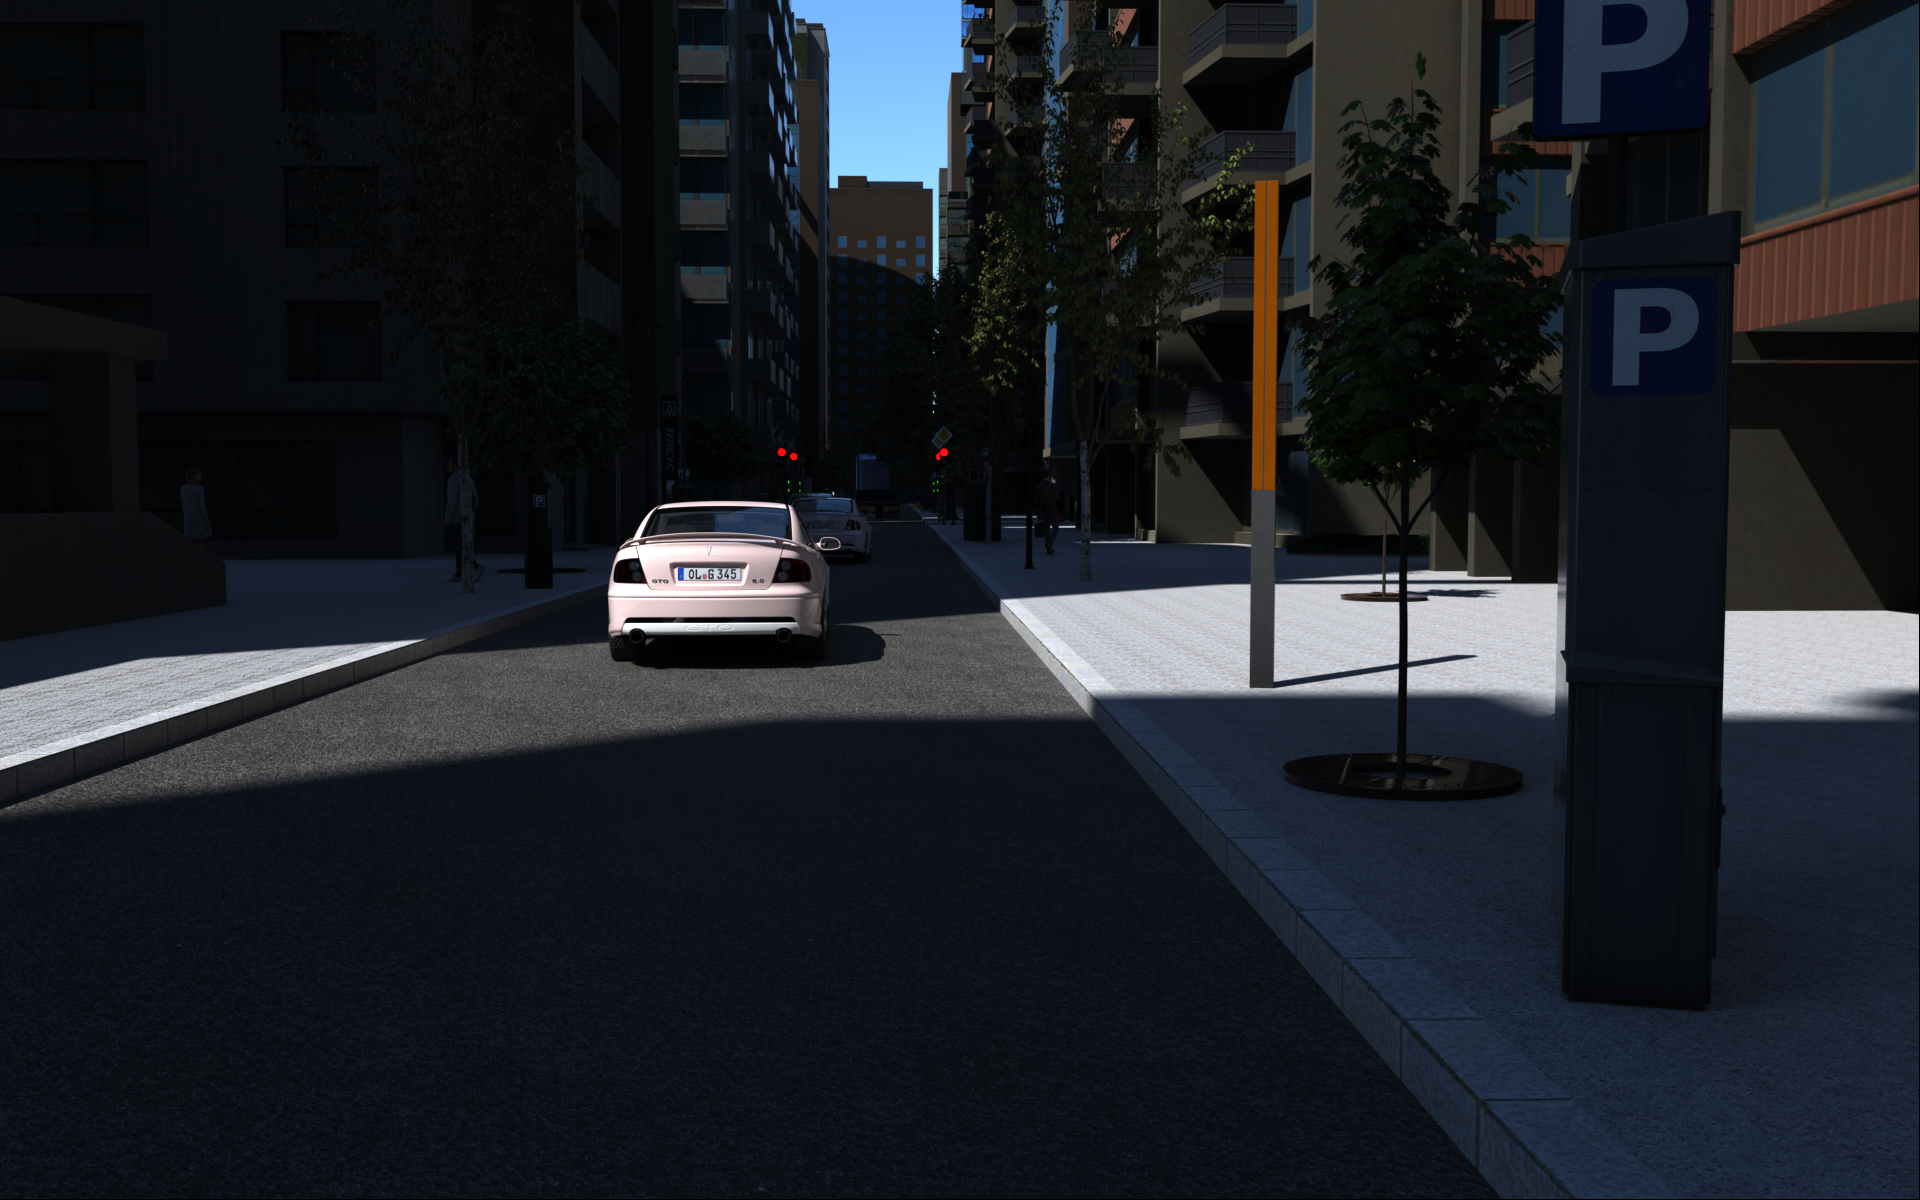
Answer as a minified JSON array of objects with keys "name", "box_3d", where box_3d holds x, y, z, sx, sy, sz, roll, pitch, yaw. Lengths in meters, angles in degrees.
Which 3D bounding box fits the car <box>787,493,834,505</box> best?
[{"name":"car","box_3d":[-4.471,-2.695,52.851,1.959,1.807,4.718,0,4,-1]}]

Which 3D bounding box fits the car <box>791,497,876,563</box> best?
[{"name":"car","box_3d":[-2.863,-1.514,37.112,2.083,1.381,4.827,0,4,-1]}]

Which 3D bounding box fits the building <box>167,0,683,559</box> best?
[{"name":"building","box_3d":[-14.306,-16.349,39.001,14.160,30.474,14.107,0,4,-2]}]

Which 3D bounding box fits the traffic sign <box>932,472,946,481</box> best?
[{"name":"traffic sign","box_3d":[-1.107,-5.697,93.252,0.768,2.556,0.104,0,4,0]}]

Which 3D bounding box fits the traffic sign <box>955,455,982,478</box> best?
[{"name":"traffic sign","box_3d":[0.293,-3.494,57.128,0.884,2.594,0.081,0,4,3]}]

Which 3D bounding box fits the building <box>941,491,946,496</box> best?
[{"name":"building","box_3d":[13.880,-31.137,200.972,32.217,40.220,23.993,0,4,-2]}]

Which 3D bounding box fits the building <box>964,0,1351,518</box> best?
[{"name":"building","box_3d":[11.559,-28.313,117.538,22.147,44.769,28.867,0,4,-2]}]

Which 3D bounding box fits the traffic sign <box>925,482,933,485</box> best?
[{"name":"traffic sign","box_3d":[-2.368,-8.454,137.956,0.795,2.593,0.064,0,4,6]}]

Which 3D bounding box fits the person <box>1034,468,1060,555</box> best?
[{"name":"person","box_3d":[1.848,-1.875,36.666,0.622,1.834,0.822,2,4,25]}]

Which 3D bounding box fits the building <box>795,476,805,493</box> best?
[{"name":"building","box_3d":[-30.613,-28.918,164.686,32.217,40.220,23.993,0,4,-2]}]

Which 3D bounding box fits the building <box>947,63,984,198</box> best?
[{"name":"building","box_3d":[5.788,-32.499,181.462,14.600,45.320,14.200,0,4,-2]}]

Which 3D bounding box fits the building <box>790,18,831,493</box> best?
[{"name":"building","box_3d":[-30.260,-41.086,213.753,28.212,58.520,21.231,0,4,-2]}]

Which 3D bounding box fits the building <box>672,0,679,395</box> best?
[{"name":"building","box_3d":[-17.580,-24.983,58.589,14.200,45.320,14.600,0,4,-2]}]

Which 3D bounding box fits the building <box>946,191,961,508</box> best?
[{"name":"building","box_3d":[5.643,-24.220,167.696,14.160,30.474,14.107,0,4,-2]}]

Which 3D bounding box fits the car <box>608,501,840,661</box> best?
[{"name":"car","box_3d":[-2.171,-0.241,16.301,2.083,1.381,4.827,0,4,-4]}]

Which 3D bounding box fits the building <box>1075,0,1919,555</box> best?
[{"name":"building","box_3d":[14.429,-24.317,52.208,22.147,44.769,28.867,0,4,-2]}]

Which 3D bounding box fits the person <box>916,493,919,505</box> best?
[{"name":"person","box_3d":[-4.796,-11.447,196.434,0.421,1.427,0.697,1,4,21]}]

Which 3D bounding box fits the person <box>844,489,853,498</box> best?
[{"name":"person","box_3d":[-12.265,-11.143,188.238,1.348,1.824,0.705,-1,4,-17]}]

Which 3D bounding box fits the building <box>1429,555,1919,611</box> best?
[{"name":"building","box_3d":[17.923,-22.072,15.508,22.147,44.769,28.867,0,4,-2]}]

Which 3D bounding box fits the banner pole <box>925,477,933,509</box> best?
[{"name":"banner pole","box_3d":[-2.589,-9.601,146.997,0.863,3.779,0.401,0,4,2]}]

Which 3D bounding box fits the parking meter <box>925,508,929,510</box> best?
[{"name":"parking meter","box_3d":[-2.611,-7.963,135.911,0.255,1.863,0.399,-1,4,-21]}]

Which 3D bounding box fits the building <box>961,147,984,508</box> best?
[{"name":"building","box_3d":[7.614,-22.972,147.288,14.160,30.474,14.107,0,4,-2]}]

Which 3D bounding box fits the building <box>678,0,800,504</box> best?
[{"name":"building","box_3d":[-24.096,-31.404,133.070,23.786,49.044,30.456,0,4,-2]}]

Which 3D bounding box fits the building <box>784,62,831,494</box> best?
[{"name":"building","box_3d":[-21.647,-32.657,184.047,14.600,45.320,14.200,0,4,-2]}]

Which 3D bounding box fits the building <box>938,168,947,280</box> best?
[{"name":"building","box_3d":[4.256,-32.799,219.855,14.154,41.232,14.086,0,4,-2]}]

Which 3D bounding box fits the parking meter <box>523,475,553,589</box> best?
[{"name":"parking meter","box_3d":[-5.741,-0.928,23.580,0.372,1.533,0.369,0,3,0]}]

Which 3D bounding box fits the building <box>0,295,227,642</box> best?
[{"name":"building","box_3d":[-24.344,-19.539,11.338,32.217,40.220,23.993,0,4,-2]}]

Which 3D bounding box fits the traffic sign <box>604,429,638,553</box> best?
[{"name":"traffic sign","box_3d":[-6.497,-2.006,32.903,0.768,2.556,0.104,0,4,-1]}]

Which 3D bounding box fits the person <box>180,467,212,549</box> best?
[{"name":"person","box_3d":[-12.720,-1.347,28.814,0.466,1.731,0.760,-1,4,-19]}]

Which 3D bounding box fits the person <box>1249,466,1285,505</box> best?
[{"name":"person","box_3d":[5.684,-1.585,32.132,0.473,1.802,0.592,-3,5,-40]}]

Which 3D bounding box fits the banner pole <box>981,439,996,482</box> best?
[{"name":"banner pole","box_3d":[1.338,-5.409,78.453,0.863,3.779,0.401,0,4,1]}]

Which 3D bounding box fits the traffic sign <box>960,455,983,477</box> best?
[{"name":"traffic sign","box_3d":[0.385,-3.476,56.945,0.768,2.556,0.104,0,4,4]}]

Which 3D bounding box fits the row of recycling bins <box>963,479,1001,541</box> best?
[{"name":"row of recycling bins","box_3d":[0.564,-2.543,48.685,1.069,1.692,3.534,0,4,-3]}]

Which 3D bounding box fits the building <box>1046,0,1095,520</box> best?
[{"name":"building","box_3d":[12.003,-26.866,89.367,14.200,45.320,14.600,0,4,-2]}]

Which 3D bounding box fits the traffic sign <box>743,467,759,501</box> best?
[{"name":"traffic sign","box_3d":[-7.740,-3.866,63.316,0.768,2.556,0.104,0,4,6]}]

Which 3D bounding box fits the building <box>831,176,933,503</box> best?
[{"name":"building","box_3d":[-11.088,-36.481,246.567,14.200,45.320,14.600,0,4,-2]}]

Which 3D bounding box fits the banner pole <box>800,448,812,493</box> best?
[{"name":"banner pole","box_3d":[-8.350,-6.381,94.344,0.863,3.779,0.401,1,4,11]}]

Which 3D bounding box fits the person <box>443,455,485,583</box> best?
[{"name":"person","box_3d":[-7.195,-1.180,25.175,0.795,1.843,0.661,1,4,18]}]

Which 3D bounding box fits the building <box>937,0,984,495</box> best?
[{"name":"building","box_3d":[11.735,-57.352,250.376,31.000,86.520,22.319,0,4,-2]}]

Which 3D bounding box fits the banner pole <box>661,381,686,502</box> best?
[{"name":"banner pole","box_3d":[-6.346,-2.977,38.685,0.863,3.779,0.401,2,4,27]}]
